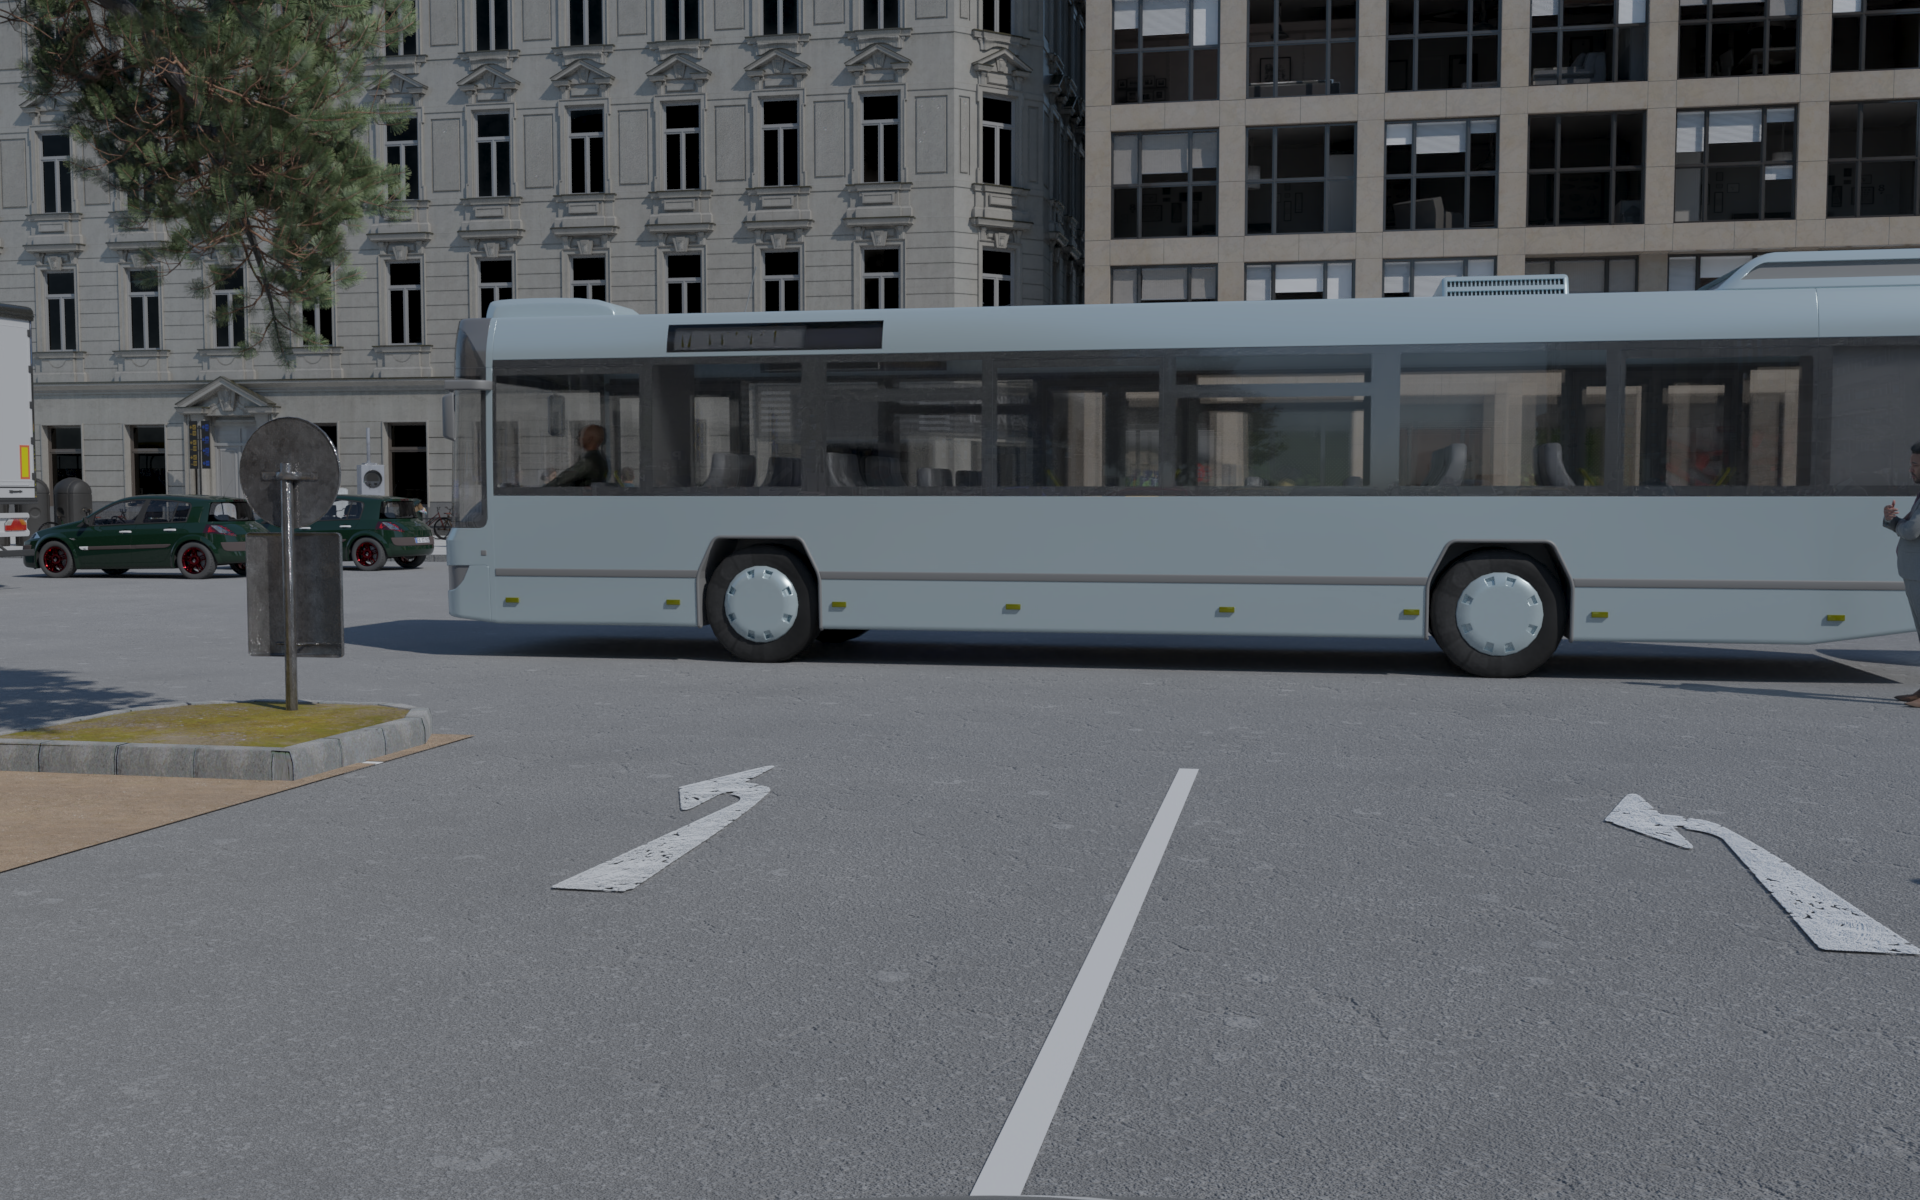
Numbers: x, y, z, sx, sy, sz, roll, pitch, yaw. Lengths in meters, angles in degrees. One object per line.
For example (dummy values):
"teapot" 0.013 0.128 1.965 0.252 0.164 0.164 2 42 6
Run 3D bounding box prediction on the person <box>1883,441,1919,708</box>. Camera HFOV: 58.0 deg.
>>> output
"person" 6.502 -0.189 11.769 0.466 1.800 0.511 1 4 11

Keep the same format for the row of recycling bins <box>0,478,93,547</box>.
"row of recycling bins" -23.387 -2.181 42.779 3.534 1.692 1.069 -2 4 -35

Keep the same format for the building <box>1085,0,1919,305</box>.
"building" 22.072 -15.269 54.169 34.151 26.468 19.350 1 4 12

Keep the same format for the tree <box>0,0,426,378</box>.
"tree" -4.851 -5.035 6.841 6.751 12.117 7.091 0 3 0

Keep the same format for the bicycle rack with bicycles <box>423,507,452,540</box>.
"bicycle rack with bicycles" -14.244 -2.191 49.213 2.925 0.926 2.852 0 4 -3

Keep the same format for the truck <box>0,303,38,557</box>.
"truck" -19.590 -2.277 26.142 11.283 4.237 2.839 1 4 13

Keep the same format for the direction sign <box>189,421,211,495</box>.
"direction sign" -23.506 -3.768 53.609 0.876 3.537 0.379 2 4 26

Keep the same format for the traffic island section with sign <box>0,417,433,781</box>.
"traffic island section with sign" -4.090 -0.095 9.690 2.006 1.907 1.989 1 4 12

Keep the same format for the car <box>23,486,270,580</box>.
"car" -14.036 -1.237 30.014 4.222 1.686 2.009 1 4 10

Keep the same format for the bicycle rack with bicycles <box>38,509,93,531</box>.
"bicycle rack with bicycles" -20.343 -1.704 41.245 2.925 0.926 2.852 -2 4 -25

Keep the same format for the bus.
"bus" 1.320 -1.241 15.150 13.247 3.499 2.948 1 4 12

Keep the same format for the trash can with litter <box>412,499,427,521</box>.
"trash can with litter" -13.573 -1.883 42.169 0.624 1.170 1.055 3 5 40

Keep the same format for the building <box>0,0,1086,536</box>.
"building" -17.401 -17.385 60.662 44.131 29.872 17.030 1 4 12

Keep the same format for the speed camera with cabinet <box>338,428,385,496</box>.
"speed camera with cabinet" -18.107 -3.475 51.156 2.038 3.252 0.660 -2 4 -33

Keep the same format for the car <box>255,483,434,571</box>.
"car" -12.177 -1.429 33.154 4.222 1.686 2.009 1 4 11
